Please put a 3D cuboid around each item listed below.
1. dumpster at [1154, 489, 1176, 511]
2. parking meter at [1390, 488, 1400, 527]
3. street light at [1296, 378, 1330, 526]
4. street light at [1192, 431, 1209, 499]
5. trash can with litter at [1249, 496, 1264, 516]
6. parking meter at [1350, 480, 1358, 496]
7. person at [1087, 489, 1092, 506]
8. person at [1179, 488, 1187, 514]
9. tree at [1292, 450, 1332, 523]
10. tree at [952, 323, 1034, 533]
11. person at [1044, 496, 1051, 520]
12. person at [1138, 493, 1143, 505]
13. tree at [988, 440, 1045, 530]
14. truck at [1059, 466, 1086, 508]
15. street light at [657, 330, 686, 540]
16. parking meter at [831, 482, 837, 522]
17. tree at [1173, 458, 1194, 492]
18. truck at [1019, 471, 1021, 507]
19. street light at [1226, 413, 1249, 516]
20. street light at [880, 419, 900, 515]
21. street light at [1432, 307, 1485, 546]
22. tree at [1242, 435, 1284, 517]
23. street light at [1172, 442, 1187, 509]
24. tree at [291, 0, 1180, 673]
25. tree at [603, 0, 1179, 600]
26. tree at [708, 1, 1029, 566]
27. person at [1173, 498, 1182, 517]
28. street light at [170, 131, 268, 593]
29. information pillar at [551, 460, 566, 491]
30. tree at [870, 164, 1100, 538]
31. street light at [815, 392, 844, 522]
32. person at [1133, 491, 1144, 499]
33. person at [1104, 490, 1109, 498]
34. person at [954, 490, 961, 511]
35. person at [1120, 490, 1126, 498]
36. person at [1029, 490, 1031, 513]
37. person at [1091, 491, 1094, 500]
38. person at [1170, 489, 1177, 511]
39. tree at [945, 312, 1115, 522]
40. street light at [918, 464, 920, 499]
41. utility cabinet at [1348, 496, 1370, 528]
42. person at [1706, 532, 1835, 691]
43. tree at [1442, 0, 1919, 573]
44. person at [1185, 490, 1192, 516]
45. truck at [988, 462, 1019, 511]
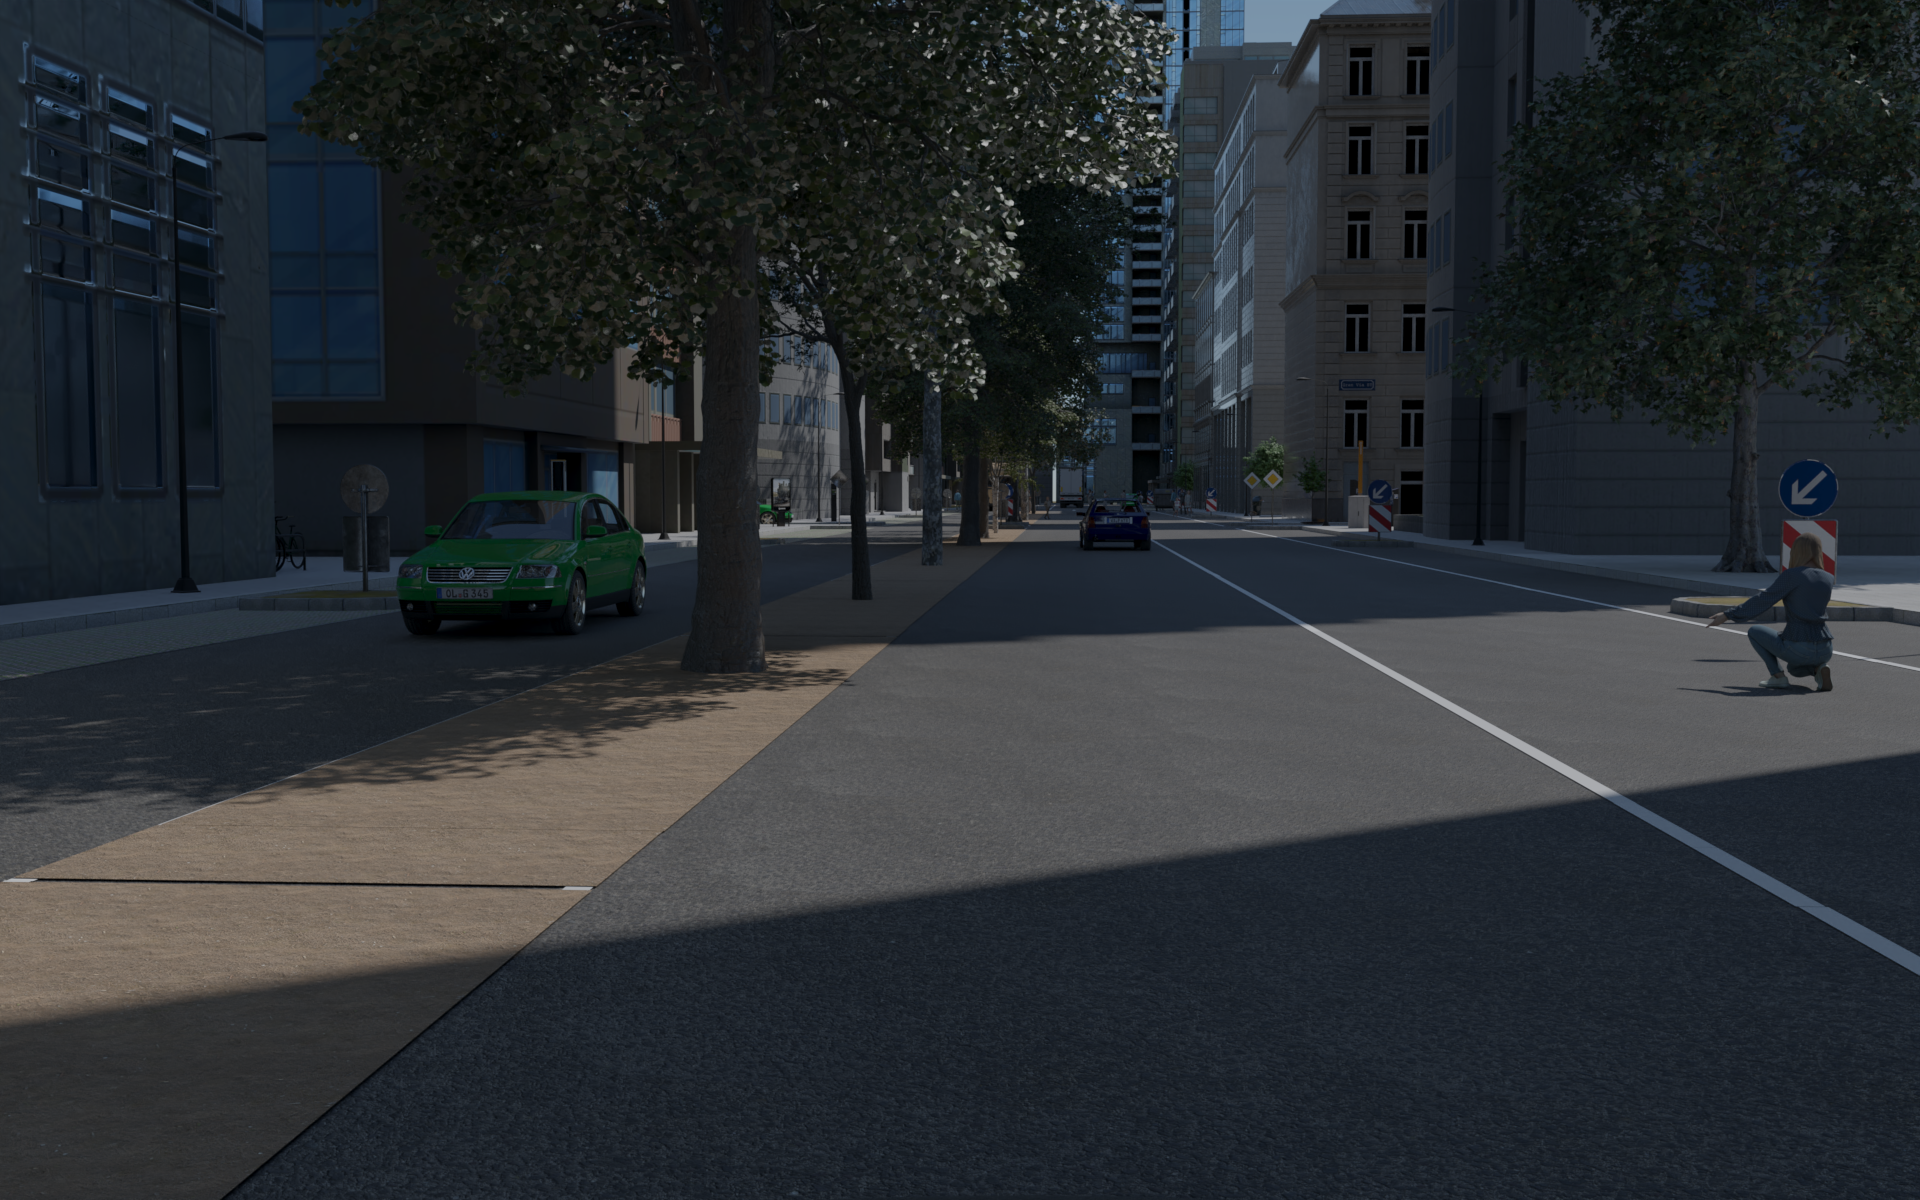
[{"bbox_3d":[17.014,-8.279,143.574,1.865,1.857,1.264,0,4,3],"label":"dumpster"},{"bbox_3d":[17.079,-3.650,68.092,0.372,1.533,0.369,0,3,0],"label":"parking meter"},{"bbox_3d":[14.104,-5.909,69.147,1.470,5.913,1.316,0,4,4],"label":"street light"},{"bbox_3d":[17.682,-9.444,126.958,1.470,5.913,1.316,0,4,4],"label":"street light"},{"bbox_3d":[17.423,-5.531,101.823,0.624,1.170,1.055,2,4,30],"label":"trash can with litter"},{"bbox_3d":[15.967,-3.934,70.026,0.399,1.863,0.255,-3,5,-42],"label":"parking meter"},{"bbox_3d":[9.739,-7.447,130.433,0.466,1.800,0.511,-1,4,-19],"label":"person"},{"bbox_3d":[15.777,-6.971,122.275,0.655,1.846,0.447,-1,4,-9],"label":"person"},{"bbox_3d":[15.638,-5.019,76.665,1.663,3.219,1.824,0,3,0],"label":"tree"},{"bbox_3d":[1.307,-6.742,63.052,4.360,8.622,3.978,0,3,0],"label":"tree"},{"bbox_3d":[4.956,-5.190,97.626,0.475,1.303,0.640,-3,5,-41],"label":"person"},{"bbox_3d":[15.642,-8.522,150.433,0.503,1.515,0.523,-1,4,-15],"label":"person"},{"bbox_3d":[1.386,-7.026,67.696,4.737,8.622,4.395,0,3,0],"label":"tree"},{"bbox_3d":[11.760,-11.783,181.557,2.839,4.237,11.283,0,4,5],"label":"truck"},{"bbox_3d":[-7.763,-4.640,48.402,1.470,5.913,1.316,0,4,4],"label":"street light"},{"bbox_3d":[-5.884,-4.591,80.776,0.255,1.863,0.399,0,4,-7],"label":"parking meter"},{"bbox_3d":[20.831,-10.598,156.991,4.285,4.588,4.351,0,3,0],"label":"tree"},{"bbox_3d":[5.833,-12.535,193.862,2.839,4.237,11.283,0,4,5],"label":"truck"},{"bbox_3d":[15.975,-7.778,99.717,1.470,5.913,1.316,0,4,4],"label":"street light"},{"bbox_3d":[-4.218,-8.136,105.567,1.470,5.913,1.316,0,4,4],"label":"street light"},{"bbox_3d":[12.398,-4.315,43.092,1.470,5.913,1.316,0,4,4],"label":"street light"},{"bbox_3d":[17.361,-6.859,95.866,4.285,4.588,4.351,0,3,0],"label":"tree"},{"bbox_3d":[19.413,-11.044,153.104,1.470,5.913,1.316,0,4,4],"label":"street light"},{"bbox_3d":[-1.914,-6.400,13.759,9.857,13.997,8.962,0,3,0],"label":"tree"},{"bbox_3d":[-1.276,-5.292,23.395,8.767,10.594,7.601,0,4,4],"label":"tree"},{"bbox_3d":[-1.715,-10.800,34.931,12.611,20.169,13.585,0,3,0],"label":"tree"},{"bbox_3d":[13.309,-5.663,106.097,0.505,1.210,0.382,0,4,-5],"label":"person"},{"bbox_3d":[-9.550,-3.046,22.351,1.470,5.913,1.316,0,4,4],"label":"street light"},{"bbox_3d":[-8.641,-2.008,37.325,0.304,2.012,0.304,-1,4,-9],"label":"information pillar"},{"bbox_3d":[0.666,-8.306,56.388,7.486,12.596,7.792,0,3,0],"label":"tree"},{"bbox_3d":[-5.930,-6.528,79.271,1.470,5.913,1.316,0,4,4],"label":"street light"},{"bbox_3d":[16.628,-9.289,161.191,1.217,1.723,0.721,-1,4,-14],"label":"person"},{"bbox_3d":[12.487,-8.493,147.927,0.524,1.755,0.480,0,4,4],"label":"person"},{"bbox_3d":[-0.190,-8.292,144.413,0.601,1.785,0.444,-1,4,-14],"label":"person"},{"bbox_3d":[13.216,-8.029,140.049,0.678,1.792,0.850,3,5,42],"label":"person"},{"bbox_3d":[5.249,-7.536,132.265,0.362,1.759,0.519,3,5,44],"label":"person"},{"bbox_3d":[15.750,-12.105,206.396,0.705,1.826,1.348,0,4,-5],"label":"person"},{"bbox_3d":[17.077,-7.919,137.996,0.620,1.820,0.660,3,5,42],"label":"person"},{"bbox_3d":[2.589,-9.947,82.102,9.611,12.733,9.660,0,3,0],"label":"tree"},{"bbox_3d":[-2.582,-9.735,131.708,1.470,5.913,1.316,0,4,4],"label":"street light"},{"bbox_3d":[14.969,-3.294,65.021,0.306,1.237,1.020,-1,4,-21],"label":"utility cabinet"},{"bbox_3d":[6.069,0.072,12.824,1.012,1.151,0.738,0,4,-4],"label":"person"},{"bbox_3d":[12.827,-6.803,28.242,9.611,12.733,9.660,0,3,0],"label":"tree"},{"bbox_3d":[14.846,-6.295,112.432,0.512,1.701,0.522,0,4,6],"label":"person"},{"bbox_3d":[3.478,-9.628,146.338,2.839,4.237,11.283,0,4,5],"label":"truck"}]
